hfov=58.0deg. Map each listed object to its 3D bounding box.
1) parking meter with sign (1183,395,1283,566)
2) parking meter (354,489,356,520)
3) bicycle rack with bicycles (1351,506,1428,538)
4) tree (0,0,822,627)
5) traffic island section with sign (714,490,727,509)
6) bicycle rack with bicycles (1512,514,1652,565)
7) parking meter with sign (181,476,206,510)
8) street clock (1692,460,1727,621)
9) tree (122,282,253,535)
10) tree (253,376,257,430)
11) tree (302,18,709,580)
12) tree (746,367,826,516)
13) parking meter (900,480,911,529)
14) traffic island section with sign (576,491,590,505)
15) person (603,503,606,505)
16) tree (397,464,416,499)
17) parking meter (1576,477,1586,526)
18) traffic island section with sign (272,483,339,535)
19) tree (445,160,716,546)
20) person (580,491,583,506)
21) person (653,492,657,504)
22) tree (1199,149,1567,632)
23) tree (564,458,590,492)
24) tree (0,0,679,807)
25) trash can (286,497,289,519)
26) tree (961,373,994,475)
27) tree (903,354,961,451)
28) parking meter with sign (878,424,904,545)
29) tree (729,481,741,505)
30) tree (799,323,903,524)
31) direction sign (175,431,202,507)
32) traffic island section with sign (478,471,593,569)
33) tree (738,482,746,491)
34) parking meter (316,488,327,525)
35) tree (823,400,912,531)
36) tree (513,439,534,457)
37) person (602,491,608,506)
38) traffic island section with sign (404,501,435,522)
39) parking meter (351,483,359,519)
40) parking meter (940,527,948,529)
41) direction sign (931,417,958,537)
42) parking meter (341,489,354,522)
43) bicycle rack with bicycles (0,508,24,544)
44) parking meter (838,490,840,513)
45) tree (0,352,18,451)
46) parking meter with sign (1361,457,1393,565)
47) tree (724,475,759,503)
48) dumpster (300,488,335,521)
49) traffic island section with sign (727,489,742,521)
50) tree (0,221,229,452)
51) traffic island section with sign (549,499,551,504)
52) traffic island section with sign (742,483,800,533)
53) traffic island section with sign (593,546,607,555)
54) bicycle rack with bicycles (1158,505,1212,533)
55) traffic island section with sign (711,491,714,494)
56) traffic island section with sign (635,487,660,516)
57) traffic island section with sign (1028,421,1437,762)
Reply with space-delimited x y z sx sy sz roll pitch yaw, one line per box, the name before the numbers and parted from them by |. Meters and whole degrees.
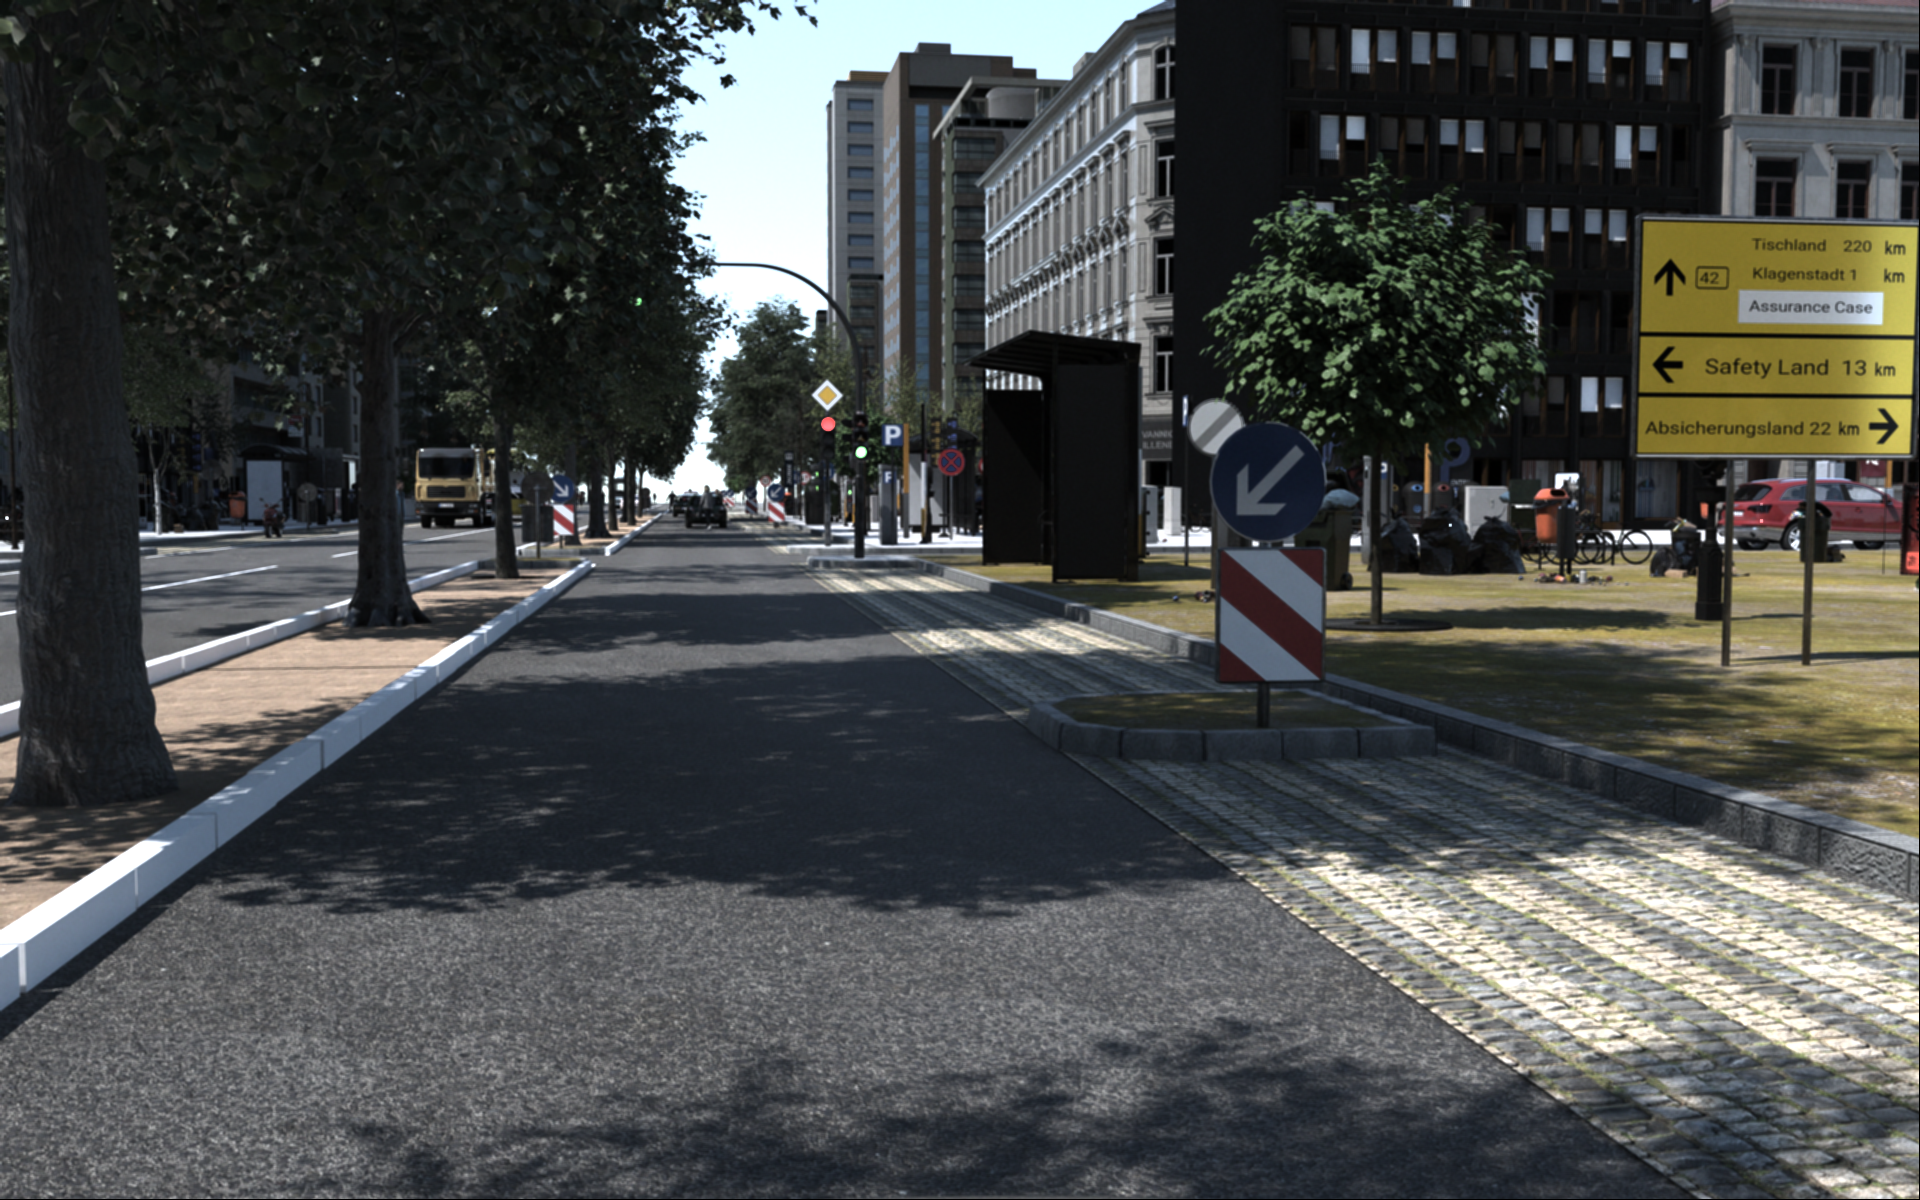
parking meter with sign | 4.858 -2.111 30.780 1.738 3.016 0.543 0 4 -2
parking meter | -30.241 -4.748 86.048 0.372 1.533 0.369 0 3 0
bicycle rack with bicycles | 12.260 -2.294 50.882 2.925 0.926 2.852 3 5 43
tree | -6.318 -6.058 18.507 9.611 12.733 9.660 0 3 0
traffic island section with sign | -18.747 -8.059 140.385 1.989 1.847 2.006 -1 4 -9
bicycle rack with bicycles | 11.257 -1.143 32.067 2.925 0.926 2.852 1 4 16
parking meter with sign | -32.629 -4.750 73.926 0.543 3.016 1.738 1 4 22
street clock | 7.603 -0.792 17.525 0.358 2.002 0.471 -1 4 -11
tree | -25.239 -6.341 54.037 4.360 8.622 3.978 0 3 0
tree | -36.890 -8.288 85.870 4.360 8.622 3.978 0 3 0
tree | -7.759 -6.159 28.909 9.928 11.665 9.643 0 3 0
tree | -9.280 -9.155 100.041 4.360 8.622 3.978 0 3 0
parking meter | -2.021 -3.579 64.231 0.399 1.863 0.255 3 5 39
traffic island section with sign | -47.794 -12.921 219.888 1.989 1.847 2.006 -1 4 -9
person | -47.609 -13.639 231.513 0.705 1.822 1.348 2 4 35
tree | -31.024 -6.293 97.496 1.663 3.219 1.824 0 3 0
parking meter | 21.171 -3.277 59.291 0.399 1.863 0.255 0 4 5
traffic island section with sign | -23.222 -3.236 61.539 1.989 1.847 2.006 -1 4 -9
tree | -10.608 -7.751 47.307 7.486 12.596 7.792 0 3 0
person | -46.041 -12.366 210.643 0.705 1.831 1.348 -2 4 -25
person | -43.658 -14.601 247.759 0.617 1.759 0.750 -1 4 -21
tree | 4.032 -2.021 16.765 4.285 4.588 4.351 0 3 0
tree | -52.921 -17.657 239.053 4.737 8.622 4.395 0 3 0
tree | -4.060 -6.028 7.668 9.857 13.997 8.962 0 3 0
trash can | -32.678 -4.384 83.333 0.748 1.137 0.748 0 3 0
tree | 0.554 -9.422 104.414 4.737 8.622 4.395 0 3 0
tree | -2.596 -8.558 90.279 4.737 8.622 4.395 0 3 0
parking meter with sign | -1.809 -2.925 44.086 0.543 3.016 1.738 -1 4 -9
tree | -26.435 -12.928 205.974 1.663 3.219 1.824 0 3 0
tree | -4.960 -7.567 74.079 4.737 8.622 4.395 0 3 0
direction sign | -27.713 -4.300 62.301 0.876 3.537 0.379 0 4 -7
traffic island section with sign | -8.327 -1.577 33.924 2.006 1.907 1.989 -1 4 -9
tree | -21.581 -14.105 180.975 4.360 8.622 3.978 0 3 0
parking meter | -26.252 -3.842 71.222 0.372 1.533 0.369 0 3 0
tree | -3.094 -4.690 60.397 4.285 4.588 4.351 0 3 0
tree | -39.737 -12.343 152.167 4.737 8.622 4.395 0 3 0
person | -43.344 -12.364 210.670 0.705 1.822 1.348 2 4 34
traffic island section with sign | -27.357 -4.865 88.176 1.989 1.847 2.006 -1 4 -9
parking meter | -31.481 -5.168 90.211 0.399 1.863 0.255 3 5 39
parking meter | -0.614 -3.596 64.498 0.399 1.863 0.255 -3 5 -41
direction sign | -0.472 -3.632 51.381 0.876 3.537 0.379 2 4 25
parking meter | -28.123 -4.333 79.257 0.372 1.533 0.369 0 3 0
bicycle rack with bicycles | -24.849 -1.910 44.605 2.925 0.926 2.852 -1 4 -14
parking meter | -7.451 -5.917 105.158 0.372 1.533 0.369 0 3 0
tree | -35.545 -6.837 62.153 4.737 8.622 4.395 0 3 0
parking meter with sign | 7.624 -2.154 31.480 0.543 3.016 1.738 0 4 2
tree | -24.799 -13.336 201.762 4.285 4.588 4.351 0 3 0
dumpster | -29.863 -4.570 80.476 1.264 1.857 1.865 -1 4 -9
traffic island section with sign | -11.193 -5.085 91.769 1.989 1.847 2.006 -1 4 -9
tree | -23.719 -7.868 46.774 7.486 12.596 7.792 0 3 0
traffic island section with sign | -39.354 -9.595 165.502 1.989 1.847 2.006 -1 4 -9
traffic island section with sign | -7.046 -3.446 64.969 1.989 1.847 2.006 -1 4 -9
traffic island section with sign | -9.453 -2.025 41.245 2.006 1.907 1.989 -1 4 -9
bicycle rack with bicycles | 7.664 -2.735 58.095 2.852 0.926 2.925 -2 4 -32
traffic island section with sign | -23.022 -9.749 168.017 1.989 1.847 2.006 -1 4 -9
traffic island section with sign | -20.983 -6.566 115.497 2.006 1.907 1.989 -1 4 -9
traffic island section with sign | 1.462 -0.096 10.196 1.989 1.847 2.006 -1 4 -9
